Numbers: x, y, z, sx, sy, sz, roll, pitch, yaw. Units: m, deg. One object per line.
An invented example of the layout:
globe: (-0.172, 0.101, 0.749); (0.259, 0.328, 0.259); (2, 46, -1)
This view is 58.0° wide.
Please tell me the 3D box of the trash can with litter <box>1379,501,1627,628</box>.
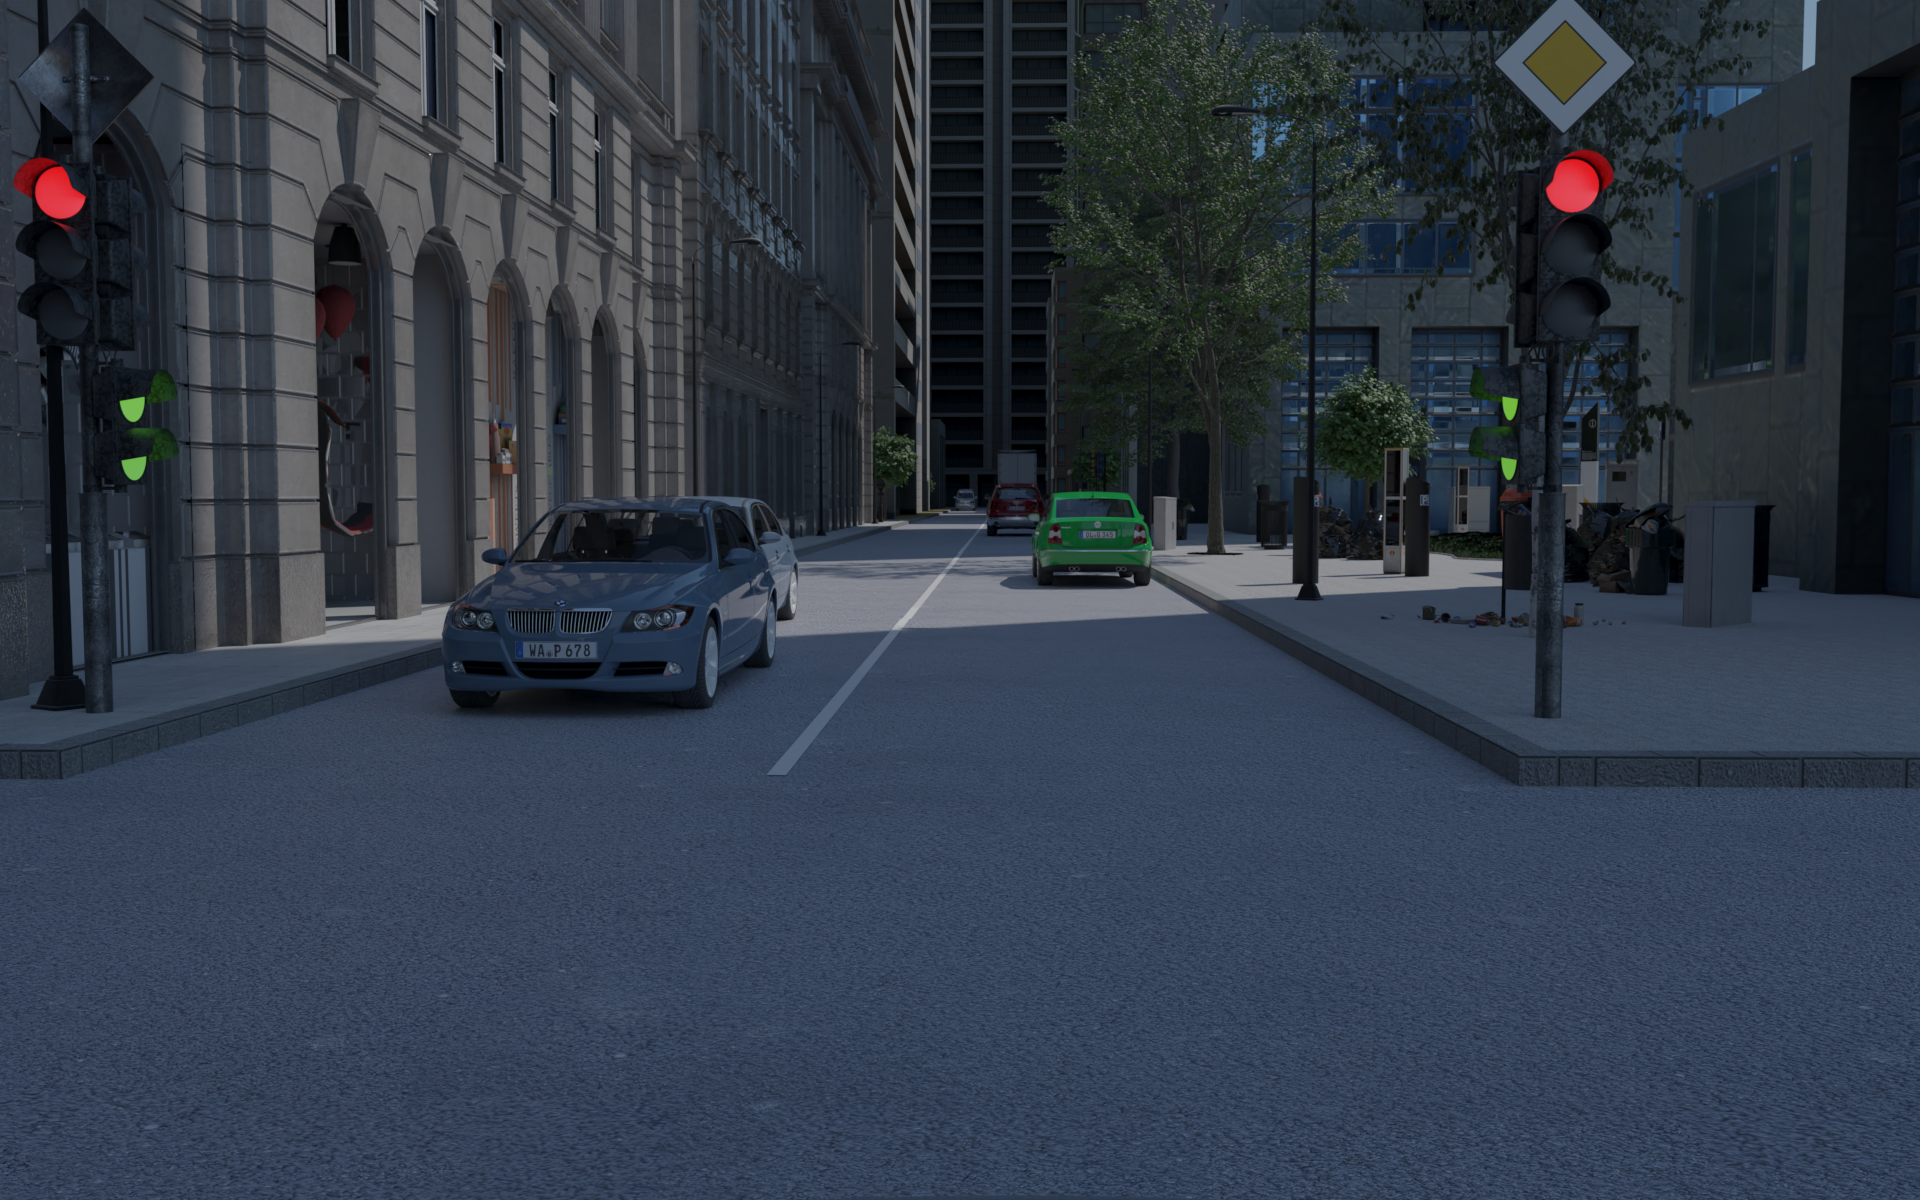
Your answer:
trash can with litter: (5.333, -0.380, 17.270); (2.233, 1.210, 1.678); (3, 5, 39)

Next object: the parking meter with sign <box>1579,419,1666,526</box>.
parking meter with sign: (14.709, -2.585, 38.534); (1.738, 3.016, 0.543); (1, 4, 17)

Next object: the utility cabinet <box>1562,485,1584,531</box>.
utility cabinet: (14.150, -1.976, 40.984); (0.318, 1.500, 1.173); (-3, 4, -36)

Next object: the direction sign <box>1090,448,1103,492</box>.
direction sign: (6.626, -5.640, 84.214); (0.379, 3.537, 0.876); (-3, 5, -41)

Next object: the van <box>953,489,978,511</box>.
van: (0.476, -8.434, 144.902); (2.013, 2.044, 4.112); (0, 4, 1)

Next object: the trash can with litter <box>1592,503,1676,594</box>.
trash can with litter: (8.629, -0.665, 22.258); (0.624, 1.170, 1.055); (-2, 4, -32)

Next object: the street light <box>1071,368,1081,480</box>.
street light: (4.786, -5.578, 63.738); (1.470, 5.913, 1.316); (0, 4, 2)

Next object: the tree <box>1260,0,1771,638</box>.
tree: (4.985, -3.956, 15.044); (4.360, 8.622, 3.978); (0, 3, 0)

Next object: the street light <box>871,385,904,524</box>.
street light: (-3.097, -6.211, 74.093); (1.470, 5.913, 1.316); (0, 4, 2)

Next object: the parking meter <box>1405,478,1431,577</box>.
parking meter: (7.132, -1.137, 26.995); (0.372, 1.533, 0.369); (0, 3, 0)

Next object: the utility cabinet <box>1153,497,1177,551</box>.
utility cabinet: (4.715, -1.750, 39.777); (0.306, 1.237, 1.020); (1, 4, 21)

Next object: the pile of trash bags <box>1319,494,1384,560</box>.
pile of trash bags: (7.902, -1.558, 35.219); (1.912, 1.369, 3.447); (-2, 4, -24)

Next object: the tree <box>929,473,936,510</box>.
tree: (-2.638, -8.781, 138.178); (1.663, 3.219, 1.824); (0, 3, 0)

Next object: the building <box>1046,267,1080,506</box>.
building: (21.417, -18.426, 146.310); (27.650, 21.520, 28.899); (0, 4, 2)

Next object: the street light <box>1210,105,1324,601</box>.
street light: (3.693, -2.954, 20.844); (1.470, 5.913, 1.316); (0, 4, 2)

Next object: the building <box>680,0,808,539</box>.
building: (-9.594, -11.871, 43.241); (9.793, 20.994, 18.267); (0, 4, 2)

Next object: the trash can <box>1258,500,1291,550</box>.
trash can: (7.267, -1.737, 40.051); (0.748, 1.137, 0.748); (0, 3, 0)

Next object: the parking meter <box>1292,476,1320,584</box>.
parking meter: (4.965, -1.006, 24.854); (0.372, 1.533, 0.369); (0, 3, 0)

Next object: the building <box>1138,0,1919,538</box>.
building: (18.662, -46.138, 67.024); (22.319, 86.520, 31.000); (0, 4, 2)

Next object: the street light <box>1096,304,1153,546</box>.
street light: (4.116, -4.279, 42.509); (1.470, 5.913, 1.316); (0, 4, 2)

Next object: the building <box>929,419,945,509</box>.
building: (-17.195, -51.144, 148.873); (31.000, 86.520, 22.319); (0, 4, 2)

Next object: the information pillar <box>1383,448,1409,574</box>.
information pillar: (6.984, -1.422, 27.749); (0.304, 2.012, 0.304); (2, 4, 33)

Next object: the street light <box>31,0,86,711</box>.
street light: (-4.837, -2.303, 10.201); (1.470, 5.913, 1.316); (0, 4, 2)

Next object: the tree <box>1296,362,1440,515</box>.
tree: (10.155, -3.620, 42.903); (4.285, 4.588, 4.351); (0, 3, 0)

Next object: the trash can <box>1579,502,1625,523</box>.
trash can: (10.886, -1.087, 29.419); (0.748, 1.137, 0.748); (0, 3, 0)

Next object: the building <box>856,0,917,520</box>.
building: (-13.624, -28.877, 95.834); (21.300, 48.544, 21.600); (0, 4, 2)

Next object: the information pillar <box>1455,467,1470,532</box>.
information pillar: (13.630, -2.601, 47.024); (0.304, 2.012, 0.304); (0, 4, 5)

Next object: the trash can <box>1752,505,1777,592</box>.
trash can: (10.347, -0.685, 22.855); (0.748, 1.137, 0.748); (0, 3, 0)

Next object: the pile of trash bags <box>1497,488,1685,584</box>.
pile of trash bags: (8.985, -0.928, 24.918); (3.447, 1.369, 1.912); (-2, 4, -34)

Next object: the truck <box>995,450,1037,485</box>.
truck: (3.762, -7.761, 115.804); (2.839, 4.237, 11.283); (0, 4, 1)

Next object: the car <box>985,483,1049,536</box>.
car: (1.983, -3.168, 60.473); (2.281, 1.827, 5.304); (0, 4, 2)

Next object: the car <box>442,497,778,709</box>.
car: (-2.465, -0.068, 13.114); (2.014, 1.417, 4.499); (0, 4, 2)

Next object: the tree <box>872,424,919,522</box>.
tree: (-3.585, -5.979, 81.470); (4.285, 4.588, 4.351); (0, 3, 0)

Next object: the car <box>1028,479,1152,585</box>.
car: (2.111, -1.207, 28.526); (1.959, 1.807, 4.718); (0, 4, 0)

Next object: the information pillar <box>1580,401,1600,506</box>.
information pillar: (16.015, -3.221, 44.023); (0.183, 3.616, 0.504); (-2, 4, -33)

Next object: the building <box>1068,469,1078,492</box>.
building: (23.794, -26.139, 119.258); (32.217, 40.220, 23.993); (0, 4, 2)

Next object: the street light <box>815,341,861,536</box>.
street light: (-3.706, -4.909, 52.805); (1.470, 5.913, 1.316); (0, 4, 2)

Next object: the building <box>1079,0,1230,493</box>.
building: (13.912, -20.129, 100.811); (14.160, 30.474, 14.107); (0, 4, 2)

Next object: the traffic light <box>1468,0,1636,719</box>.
traffic light: (3.363, -1.280, 9.850); (0.839, 4.253, 0.868); (0, 4, 2)

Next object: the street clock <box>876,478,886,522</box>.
street clock: (-3.576, -4.505, 78.228); (0.471, 2.002, 0.358); (1, 4, 12)

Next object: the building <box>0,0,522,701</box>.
building: (-11.489, -10.986, 21.421); (13.314, 21.916, 24.055); (0, 4, 2)

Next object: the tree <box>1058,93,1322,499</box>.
tree: (6.570, -8.048, 49.712); (7.486, 12.596, 7.792); (0, 3, 0)

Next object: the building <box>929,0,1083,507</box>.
building: (6.812, -45.236, 177.862); (20.611, 71.187, 20.563); (0, 4, 2)

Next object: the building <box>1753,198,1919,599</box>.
building: (26.640, -43.152, 18.200); (31.000, 86.520, 22.319); (0, 4, 2)

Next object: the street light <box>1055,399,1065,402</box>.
street light: (5.353, -6.876, 84.971); (1.470, 5.913, 1.316); (0, 4, 2)

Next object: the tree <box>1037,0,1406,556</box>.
tree: (5.236, -6.760, 36.277); (9.928, 11.665, 9.643); (0, 3, 0)

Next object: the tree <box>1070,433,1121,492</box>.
tree: (7.389, -6.652, 92.476); (4.285, 4.588, 4.351); (0, 3, 0)

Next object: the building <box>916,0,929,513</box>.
building: (-13.272, -35.376, 120.389); (21.231, 58.520, 28.212); (0, 4, 2)

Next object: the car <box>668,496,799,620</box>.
car: (-2.829, -0.400, 18.550); (2.014, 1.417, 4.499); (0, 4, 3)

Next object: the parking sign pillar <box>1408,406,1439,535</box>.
parking sign pillar: (13.810, -3.915, 52.486); (1.447, 3.967, 1.447); (1, 4, 22)

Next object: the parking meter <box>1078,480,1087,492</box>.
parking meter: (5.235, -4.162, 73.758); (0.255, 1.863, 0.399); (-2, 4, -26)

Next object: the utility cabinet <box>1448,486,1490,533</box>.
utility cabinet: (14.882, -2.567, 50.656); (1.173, 1.500, 0.318); (-1, 4, -15)

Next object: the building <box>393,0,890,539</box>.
building: (-10.035, -13.612, 64.356); (13.314, 21.916, 24.055); (0, 4, 2)

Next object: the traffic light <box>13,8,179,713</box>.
traffic light: (-5.046, -1.294, 10.070); (0.839, 4.253, 0.868); (0, 4, 2)

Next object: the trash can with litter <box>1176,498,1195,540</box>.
trash can with litter: (6.009, -2.239, 47.996); (0.624, 1.170, 1.055); (2, 4, 34)

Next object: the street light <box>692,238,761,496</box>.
street light: (-4.299, -3.611, 31.574); (1.470, 5.913, 1.316); (0, 4, 2)

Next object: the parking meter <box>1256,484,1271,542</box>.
parking meter: (8.065, -2.300, 46.013); (0.372, 1.533, 0.369); (0, 3, 0)

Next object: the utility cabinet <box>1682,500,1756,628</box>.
utility cabinet: (7.456, -0.359, 17.029); (1.020, 1.237, 0.306); (-3, 5, -45)
